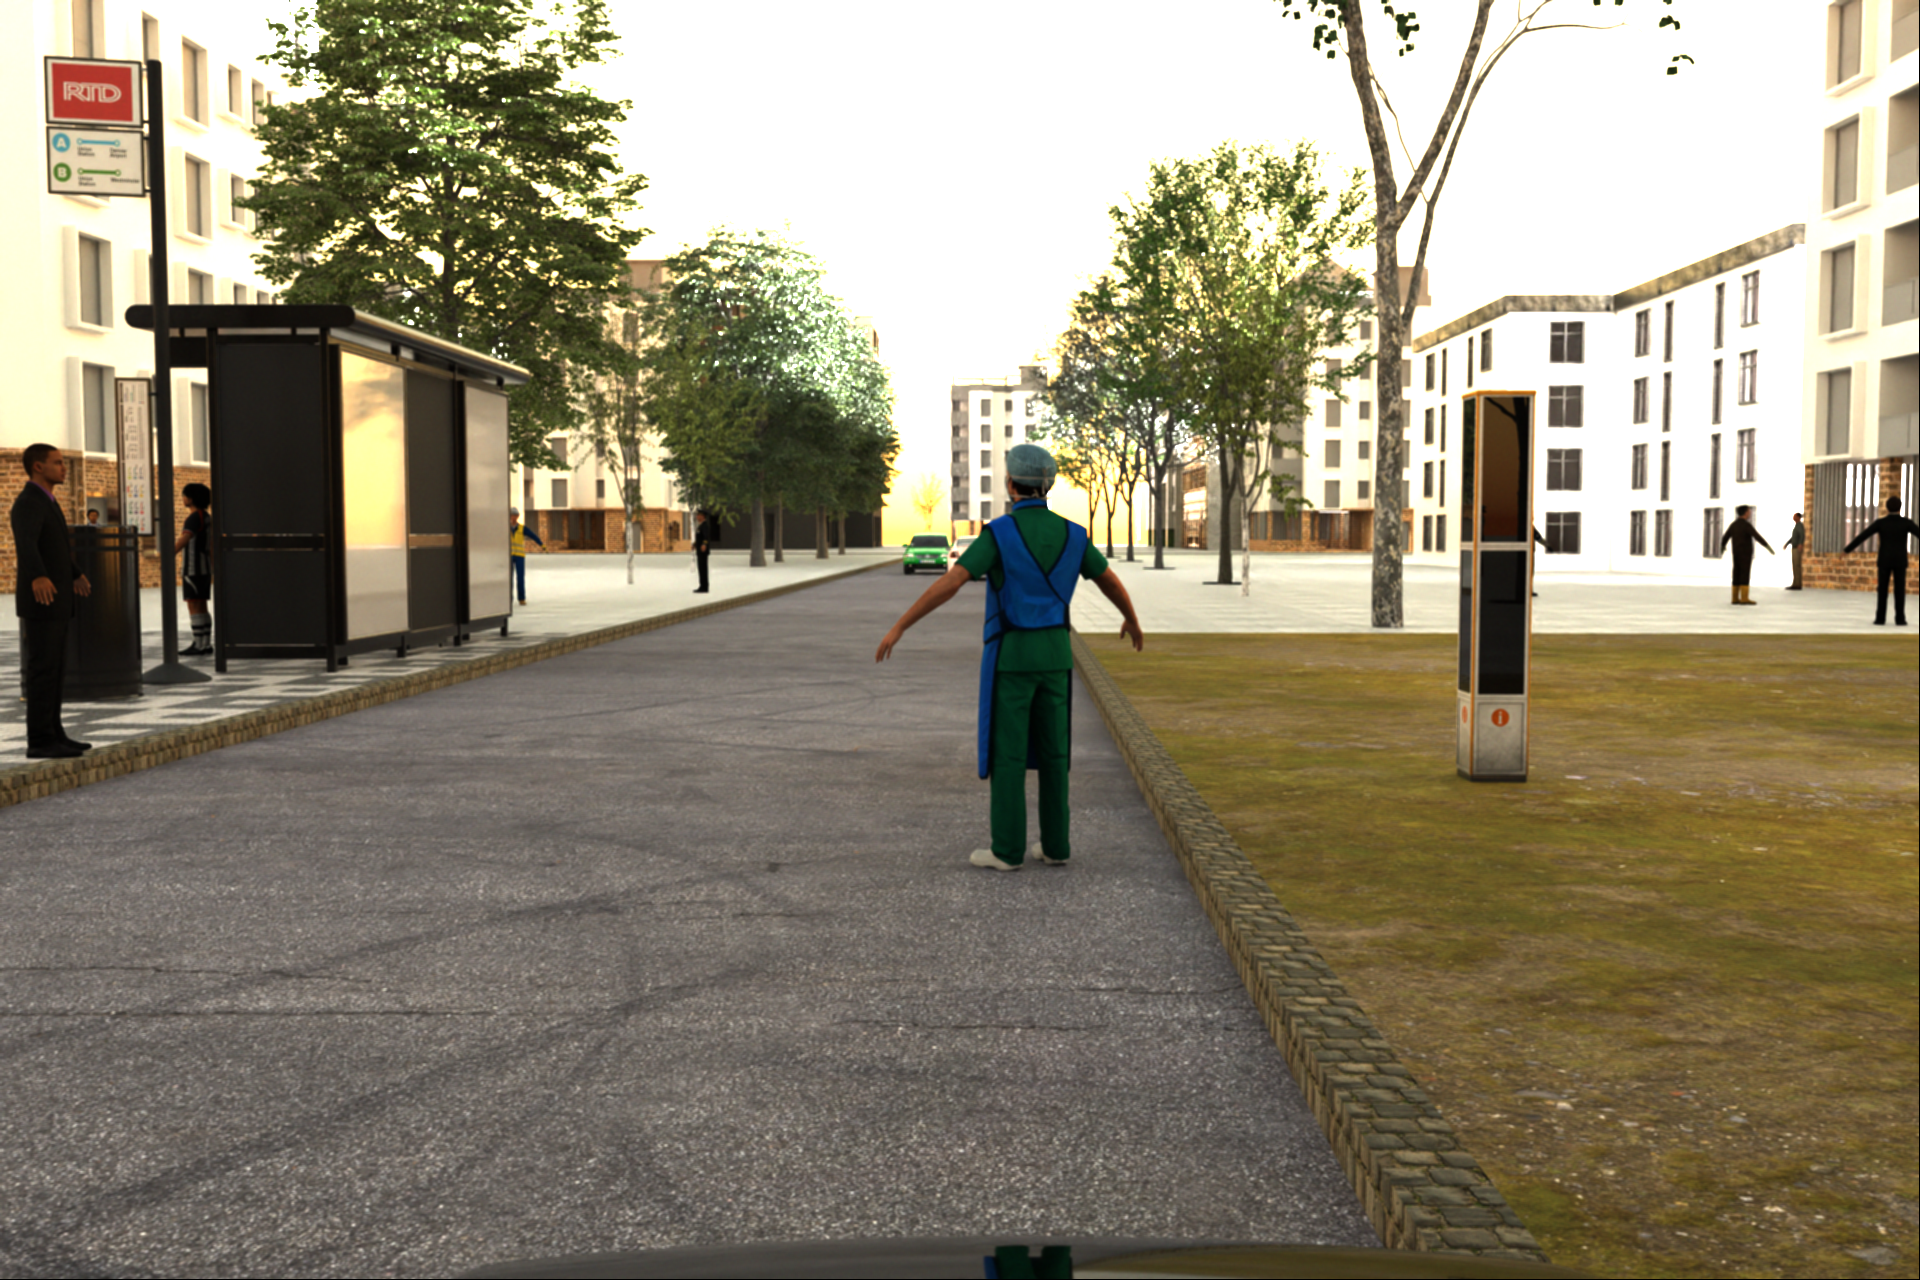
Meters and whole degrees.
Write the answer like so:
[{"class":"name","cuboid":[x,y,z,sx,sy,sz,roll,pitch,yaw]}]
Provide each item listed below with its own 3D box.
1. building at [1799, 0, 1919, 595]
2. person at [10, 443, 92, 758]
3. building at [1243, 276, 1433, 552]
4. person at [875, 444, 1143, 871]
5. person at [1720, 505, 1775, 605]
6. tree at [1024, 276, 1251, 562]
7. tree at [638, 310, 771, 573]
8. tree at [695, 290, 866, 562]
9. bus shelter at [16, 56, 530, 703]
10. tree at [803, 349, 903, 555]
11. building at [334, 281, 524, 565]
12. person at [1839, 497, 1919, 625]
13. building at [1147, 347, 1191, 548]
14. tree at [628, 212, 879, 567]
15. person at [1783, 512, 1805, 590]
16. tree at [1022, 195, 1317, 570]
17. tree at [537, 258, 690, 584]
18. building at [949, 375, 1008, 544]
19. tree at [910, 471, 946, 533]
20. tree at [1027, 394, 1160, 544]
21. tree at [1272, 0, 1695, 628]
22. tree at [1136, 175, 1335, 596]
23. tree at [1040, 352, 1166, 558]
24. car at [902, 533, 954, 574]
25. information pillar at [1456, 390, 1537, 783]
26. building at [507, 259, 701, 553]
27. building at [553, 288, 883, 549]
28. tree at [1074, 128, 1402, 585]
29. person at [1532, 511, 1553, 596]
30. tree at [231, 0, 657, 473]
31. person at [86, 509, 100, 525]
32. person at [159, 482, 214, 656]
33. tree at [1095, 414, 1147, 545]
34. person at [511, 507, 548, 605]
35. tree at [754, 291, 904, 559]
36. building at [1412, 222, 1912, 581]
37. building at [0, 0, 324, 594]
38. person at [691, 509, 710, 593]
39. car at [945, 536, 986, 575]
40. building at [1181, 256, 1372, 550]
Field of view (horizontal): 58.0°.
[{"class":"building","cuboid":[25.169,-11.168,39.017,16.016,20.090,11.380,0,4,2]},{"class":"person","cuboid":[-5.263,-0.233,10.031,0.704,1.802,1.346,-1,4,-19]},{"class":"building","cuboid":[27.310,-16.992,134.234,16.016,20.090,11.380,0,4,2]},{"class":"person","cuboid":[0.278,0.068,7.468,1.347,1.817,0.704,-2,4,-30]},{"class":"person","cuboid":[14.264,-1.553,31.522,0.704,1.812,1.346,-1,4,-16]},{"class":"tree","cuboid":[7.875,-10.397,80.366,12.009,13.543,11.850,0,3,0]},{"class":"tree","cuboid":[-8.663,-6.521,56.982,4.737,8.622,4.395,0,3,0]},{"class":"tree","cuboid":[-8.151,-9.823,78.734,7.486,12.596,7.792,0,3,0]},{"class":"bus shelter","cuboid":[-6.546,-2.428,17.331,2.179,5.291,8.768,0,4,1]},{"class":"tree","cuboid":[-6.969,-11.497,106.098,7.486,12.596,7.792,0,3,0]},{"class":"building","cuboid":[-22.590,-7.919,71.626,9.099,9.664,28.070,0,4,1]},{"class":"person","cuboid":[13.148,-1.115,24.423,1.347,1.806,0.705,2,4,28]},{"class":"building","cuboid":[28.255,-18.671,171.730,16.747,18.905,31.486,0,4,2]},{"class":"tree","cuboid":[-8.053,-9.852,67.735,9.857,13.997,8.962,0,3,0]},{"class":"person","cuboid":[19.254,-2.057,39.911,0.705,1.796,1.348,1,4,11]},{"class":"tree","cuboid":[7.171,-9.313,62.631,12.009,13.543,11.850,0,3,0]},{"class":"tree","cuboid":[-8.312,-5.761,44.561,4.360,8.622,3.978,0,3,0]},{"class":"building","cuboid":[-0.890,-20.748,198.110,11.380,20.090,16.016,0,4,-2]},{"class":"tree","cuboid":[-3.210,-15.275,200.115,4.360,8.622,3.978,0,3,0]},{"class":"tree","cuboid":[7.998,-10.854,103.217,9.928,11.665,9.643,0,3,0]},{"class":"tree","cuboid":[6.302,-10.151,21.856,12.611,20.169,13.585,0,3,0]},{"class":"tree","cuboid":[5.799,-5.203,35.432,4.737,8.622,4.395,0,3,0]},{"class":"tree","cuboid":[8.130,-10.221,92.874,9.928,11.665,9.643,0,3,0]},{"class":"car","cuboid":[-1.080,-3.306,62.842,1.959,1.807,4.718,0,4,2]},{"class":"information pillar","cuboid":[2.787,-0.277,9.024,0.304,2.012,0.304,0,4,2]},{"class":"building","cuboid":[-25.180,-16.157,120.580,16.016,20.090,11.380,0,4,1]},{"class":"building","cuboid":[-22.119,-19.343,160.229,27.936,21.610,32.646,0,4,1]},{"class":"tree","cuboid":[6.951,-7.235,44.041,9.928,11.665,9.643,0,3,0]},{"class":"person","cuboid":[11.681,-1.827,35.650,1.354,1.856,0.705,-2,4,-33]},{"class":"tree","cuboid":[-9.112,-6.891,30.798,7.486,12.596,7.792,0,3,0]},{"class":"person","cuboid":[-15.777,-1.520,31.577,1.216,1.740,0.721,-2,4,-29]},{"class":"person","cuboid":[-8.125,-0.749,18.383,0.704,1.843,1.345,0,4,-4]},{"class":"tree","cuboid":[21.390,-21.031,199.744,12.611,20.169,13.585,0,3,0]},{"class":"person","cuboid":[-8.067,-1.521,31.331,1.216,1.772,0.721,0,4,-7]},{"class":"tree","cuboid":[-7.129,-11.206,89.869,9.857,13.997,8.962,0,3,0]},{"class":"building","cuboid":[23.634,-7.258,60.821,9.099,9.664,28.070,0,4,2]},{"class":"building","cuboid":[-24.178,-11.137,38.512,16.016,20.090,11.380,0,4,1]},{"class":"person","cuboid":[-5.677,-1.962,38.006,0.705,1.837,1.347,-1,4,-19]},{"class":"car","cuboid":[0.562,-2.588,54.675,2.083,1.381,4.827,0,4,2]},{"class":"building","cuboid":[29.013,-19.273,146.043,19.493,23.208,18.063,0,4,1]}]
